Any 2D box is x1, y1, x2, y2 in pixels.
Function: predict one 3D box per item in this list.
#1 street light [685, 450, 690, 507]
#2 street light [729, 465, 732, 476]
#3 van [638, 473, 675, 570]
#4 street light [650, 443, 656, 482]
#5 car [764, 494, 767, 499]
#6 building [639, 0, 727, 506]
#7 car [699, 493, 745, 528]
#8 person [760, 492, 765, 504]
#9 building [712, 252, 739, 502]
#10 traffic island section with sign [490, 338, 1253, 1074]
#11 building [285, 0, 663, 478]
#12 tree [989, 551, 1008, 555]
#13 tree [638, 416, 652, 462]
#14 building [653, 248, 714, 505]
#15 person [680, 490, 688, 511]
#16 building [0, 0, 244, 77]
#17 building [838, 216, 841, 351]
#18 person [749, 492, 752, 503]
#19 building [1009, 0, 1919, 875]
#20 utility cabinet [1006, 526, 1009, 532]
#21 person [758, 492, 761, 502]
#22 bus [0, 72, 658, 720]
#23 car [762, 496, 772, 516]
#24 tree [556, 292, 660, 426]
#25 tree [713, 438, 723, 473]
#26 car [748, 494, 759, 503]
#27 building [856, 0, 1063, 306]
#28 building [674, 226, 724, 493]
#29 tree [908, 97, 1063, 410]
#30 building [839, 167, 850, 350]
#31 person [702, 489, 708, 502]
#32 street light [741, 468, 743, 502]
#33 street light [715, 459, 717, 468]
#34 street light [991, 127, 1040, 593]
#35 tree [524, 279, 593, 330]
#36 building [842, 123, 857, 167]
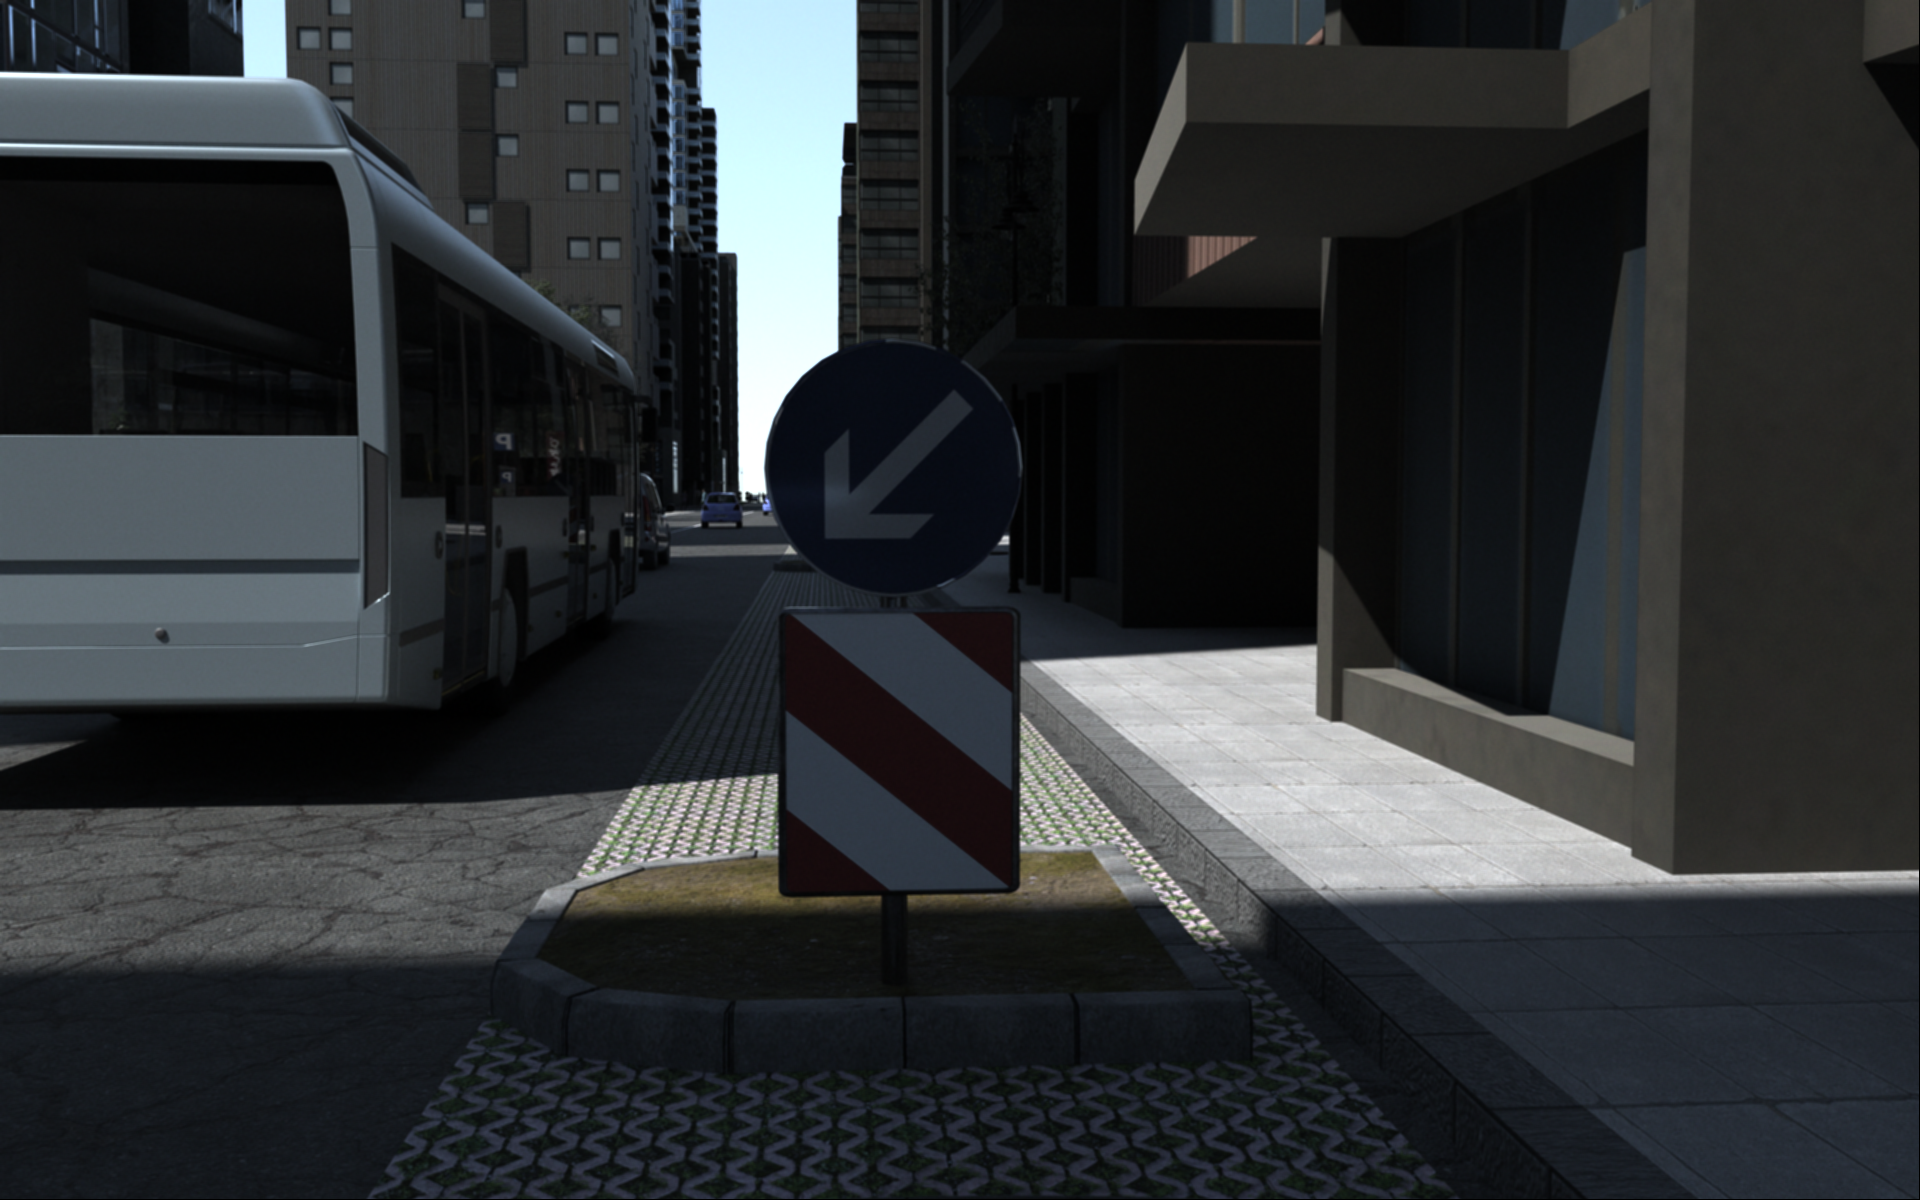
[{"bbox_3d":[-27.860,-12.479,176.820,0.468,5.910,1.993,0,4,-5],"label":"street light"},{"bbox_3d":[-34.418,-17.574,260.129,0.468,5.910,1.993,0,4,-5],"label":"street light"},{"bbox_3d":[-6.681,-1.660,34.145,2.013,2.044,4.112,0,4,-4],"label":"van"},{"bbox_3d":[-24.990,-10.304,141.264,0.468,5.910,1.993,0,4,-5],"label":"street light"},{"bbox_3d":[-29.018,-15.632,264.627,2.155,1.783,4.494,0,4,-5],"label":"car"},{"bbox_3d":[-46.356,-57.976,260.585,22.319,86.520,31.000,0,4,-5],"label":"building"},{"bbox_3d":[-10.125,-3.922,73.723,1.945,1.707,3.694,0,4,-6],"label":"car"},{"bbox_3d":[-29.615,-15.311,259.366,0.750,1.759,0.617,-2,4,-32],"label":"person"},{"bbox_3d":[-43.854,-36.772,284.819,14.154,41.232,14.086,0,4,-5],"label":"building"},{"bbox_3d":[-0.331,0.209,5.213,1.989,1.847,2.006,0,4,-5],"label":"traffic island section with sign"},{"bbox_3d":[-40.931,-34.379,151.331,28.713,52.752,27.495,0,4,-5],"label":"building"},{"bbox_3d":[0.647,-2.586,36.879,1.663,3.219,1.824,0,3,0],"label":"tree"},{"bbox_3d":[-24.295,-10.678,124.948,4.360,8.622,3.978,0,3,0],"label":"tree"},{"bbox_3d":[-36.642,-26.454,204.216,14.160,30.474,14.107,0,4,-5],"label":"building"},{"bbox_3d":[-23.016,-8.281,144.343,0.683,1.767,0.568,-1,4,-14],"label":"person"},{"bbox_3d":[-33.342,-44.801,45.166,31.000,86.520,22.319,0,4,-5],"label":"building"},{"bbox_3d":[-11.010,-35.045,256.571,14.154,41.232,14.086,0,4,-5],"label":"building"},{"bbox_3d":[-32.389,-15.824,268.146,0.541,1.710,0.530,0,4,-2],"label":"person"},{"bbox_3d":[11.332,-21.950,13.501,22.147,44.769,28.867,0,4,-5],"label":"building"},{"bbox_3d":[1.528,-3.008,57.857,1.173,1.500,0.318,1,4,20],"label":"utility cabinet"},{"bbox_3d":[-34.476,-17.637,296.731,0.599,1.838,0.709,1,4,10],"label":"person"},{"bbox_3d":[-4.437,-1.183,14.199,2.948,3.499,13.247,0,4,-5],"label":"bus"},{"bbox_3d":[-12.386,-6.564,116.907,1.945,1.707,3.694,0,4,-4],"label":"car"},{"bbox_3d":[-23.284,-11.869,104.435,12.009,13.543,11.850,0,3,0],"label":"tree"},{"bbox_3d":[-31.513,-16.256,216.152,4.737,8.622,4.395,0,3,0],"label":"tree"},{"bbox_3d":[-34.616,-17.029,290.428,2.014,1.417,4.499,0,4,-5],"label":"car"},{"bbox_3d":[1.206,-19.919,97.381,14.160,30.474,14.107,0,4,-5],"label":"building"},{"bbox_3d":[-48.509,-33.149,233.863,32.217,40.220,23.993,0,4,-5],"label":"building"},{"bbox_3d":[0.961,-4.970,31.620,4.360,8.622,3.978,0,3,0],"label":"tree"},{"bbox_3d":[-3.673,-23.519,156.239,14.160,30.474,14.107,0,4,-5],"label":"building"},{"bbox_3d":[-18.566,-7.207,126.352,0.620,1.820,0.660,1,4,16],"label":"person"},{"bbox_3d":[-37.235,-19.746,295.626,0.468,5.910,1.993,0,4,-5],"label":"street light"},{"bbox_3d":[-31.695,-15.416,224.838,0.468,5.910,1.993,0,4,-5],"label":"street light"},{"bbox_3d":[0.705,-3.032,22.357,0.468,5.910,1.993,0,4,-5],"label":"street light"},{"bbox_3d":[-22.456,-10.645,92.165,7.486,12.596,7.792,0,3,0],"label":"tree"},{"bbox_3d":[-2.694,-33.525,202.754,22.147,44.769,28.867,0,4,-5],"label":"building"}]
